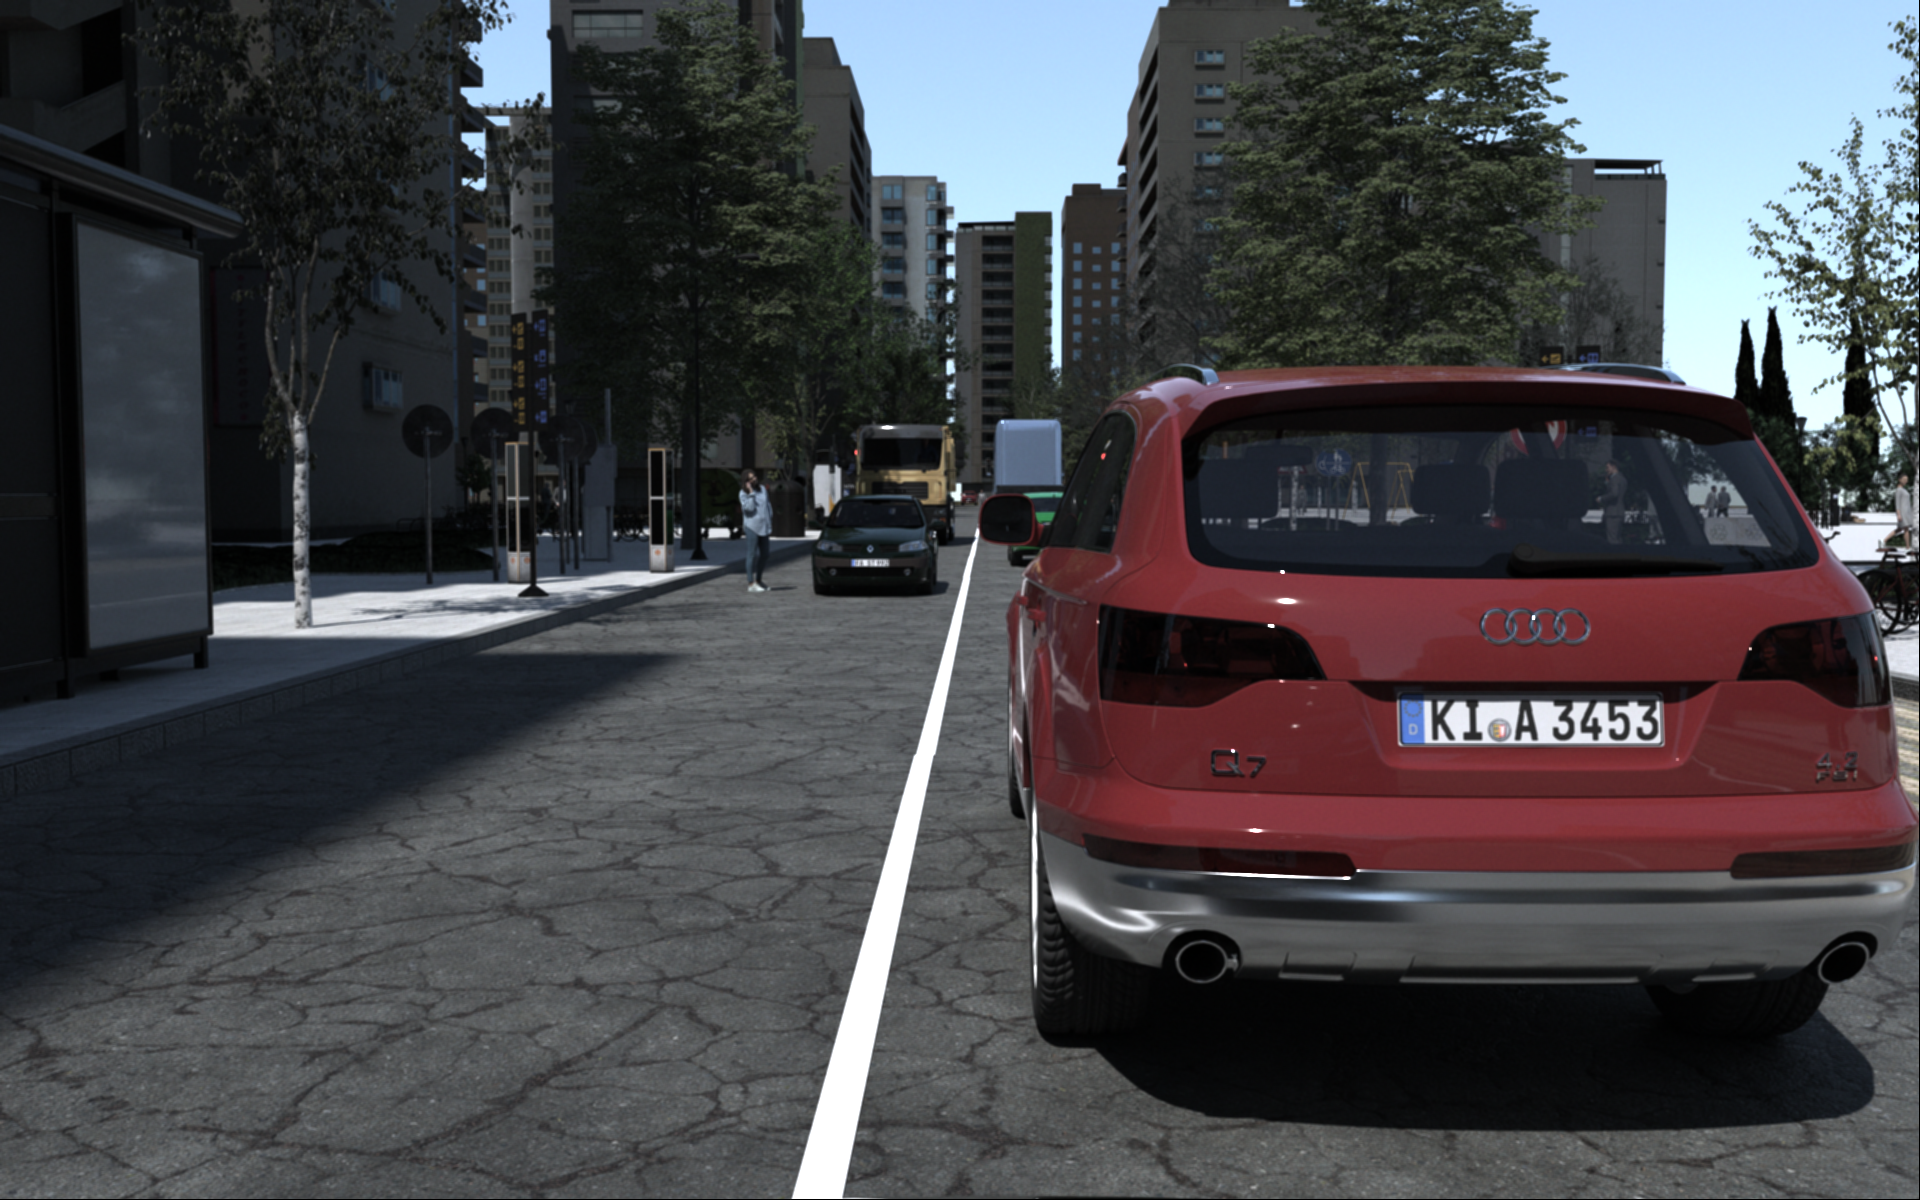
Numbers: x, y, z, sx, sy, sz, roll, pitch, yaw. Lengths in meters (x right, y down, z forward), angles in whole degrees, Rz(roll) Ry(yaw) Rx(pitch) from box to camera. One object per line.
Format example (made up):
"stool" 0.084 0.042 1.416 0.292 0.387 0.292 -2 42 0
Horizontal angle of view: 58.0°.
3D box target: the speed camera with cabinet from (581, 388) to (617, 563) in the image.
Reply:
"speed camera with cabinet" -6.936 -2.372 33.121 0.660 3.252 2.038 -1 4 -14

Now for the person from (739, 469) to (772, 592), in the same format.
"person" -3.006 -1.021 25.456 0.793 1.790 0.793 0 4 5

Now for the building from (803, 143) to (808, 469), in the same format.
"building" -19.489 -22.137 133.647 14.160 30.474 14.107 0 4 1

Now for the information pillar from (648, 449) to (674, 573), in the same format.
"information pillar" -4.859 -1.450 28.194 0.304 2.012 0.304 1 4 18

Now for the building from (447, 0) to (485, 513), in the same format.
"building" -33.741 -26.890 89.767 14.200 45.320 14.600 0 4 1

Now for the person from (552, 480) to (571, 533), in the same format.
"person" -12.910 -3.058 56.447 0.834 1.777 0.661 3 4 38

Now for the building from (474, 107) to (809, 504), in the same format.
"building" -27.941 -29.018 166.328 32.217 40.220 23.993 0 4 1

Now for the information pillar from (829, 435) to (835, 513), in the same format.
"information pillar" -5.093 -4.751 69.037 0.183 3.616 0.504 -1 4 -22

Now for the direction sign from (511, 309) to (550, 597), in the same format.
"direction sign" -5.350 -1.811 21.614 0.379 3.537 0.876 -3 5 -43

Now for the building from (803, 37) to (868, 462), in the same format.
"building" -21.752 -34.563 188.811 21.300 48.544 21.600 0 4 1

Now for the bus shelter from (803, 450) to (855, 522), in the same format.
"bus shelter" -6.124 -5.374 81.793 2.014 3.302 5.546 0 4 1

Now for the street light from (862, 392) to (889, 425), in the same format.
"street light" -3.915 -6.518 79.106 1.470 5.913 1.316 0 4 1

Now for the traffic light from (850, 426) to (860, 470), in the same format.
"traffic light" -4.122 -5.034 71.232 0.839 4.253 0.868 0 4 1

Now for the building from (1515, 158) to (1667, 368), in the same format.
"building" 77.137 -32.411 213.509 14.086 41.232 14.154 0 4 1

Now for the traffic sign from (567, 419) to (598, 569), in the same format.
"traffic sign" -6.530 -1.793 29.425 0.768 2.556 0.104 0 4 3

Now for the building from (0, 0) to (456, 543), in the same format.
"building" -28.274 -25.987 48.591 21.600 48.544 21.300 0 4 1

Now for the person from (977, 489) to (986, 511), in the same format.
"person" 1.589 -7.195 126.417 0.678 1.792 0.850 0 4 1

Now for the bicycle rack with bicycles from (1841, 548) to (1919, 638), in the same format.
"bicycle rack with bicycles" 8.933 -0.175 16.241 2.925 0.926 2.852 0 4 -8

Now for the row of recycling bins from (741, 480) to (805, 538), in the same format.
"row of recycling bins" -5.683 -2.761 52.263 1.069 1.692 3.534 -2 4 -31

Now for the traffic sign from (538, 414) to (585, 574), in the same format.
"traffic sign" -6.379 -1.689 27.725 0.768 2.556 0.104 0 4 4

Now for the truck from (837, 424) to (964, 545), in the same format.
"truck" -1.520 -3.355 50.786 3.469 3.379 9.791 0 4 1

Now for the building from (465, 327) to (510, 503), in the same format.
"building" -47.563 -22.315 209.888 28.899 21.520 27.650 0 4 1

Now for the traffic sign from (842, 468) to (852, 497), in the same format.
"traffic sign" -5.786 -5.241 85.688 0.884 2.594 0.081 0 4 6

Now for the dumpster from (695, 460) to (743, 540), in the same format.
"dumpster" -6.802 -2.840 48.935 1.502 2.255 1.985 0 4 1

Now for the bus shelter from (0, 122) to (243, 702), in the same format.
"bus shelter" -6.401 -1.880 8.377 2.179 5.291 8.768 0 4 1

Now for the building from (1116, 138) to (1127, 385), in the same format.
"building" 30.169 -33.790 207.093 22.147 44.769 28.867 0 4 1

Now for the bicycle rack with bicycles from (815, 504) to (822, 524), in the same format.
"bicycle rack with bicycles" -6.136 -3.088 63.872 2.852 0.926 2.925 0 4 -4

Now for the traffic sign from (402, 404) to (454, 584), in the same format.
"traffic sign" -7.558 -1.498 24.600 0.768 2.556 0.104 0 4 5

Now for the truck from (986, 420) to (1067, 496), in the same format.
"truck" 2.548 -4.099 56.778 2.967 4.110 18.799 0 4 -1

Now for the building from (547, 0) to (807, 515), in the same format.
"building" -17.672 -26.155 111.233 14.154 41.232 14.086 0 4 1

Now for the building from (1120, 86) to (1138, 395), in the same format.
"building" 25.300 -32.747 185.530 14.600 45.320 14.200 0 4 1

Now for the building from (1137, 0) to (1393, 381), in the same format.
"building" 28.706 -33.247 167.283 21.300 48.544 21.600 0 4 1

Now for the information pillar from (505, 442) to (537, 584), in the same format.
"information pillar" -6.274 -1.240 24.759 0.304 2.012 0.304 3 5 44

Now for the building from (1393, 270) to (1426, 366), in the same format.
"building" 48.265 -27.068 214.263 14.107 30.474 14.160 0 4 1

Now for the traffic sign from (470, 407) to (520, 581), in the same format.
"traffic sign" -6.850 -1.553 25.498 0.768 2.556 0.104 1 4 8

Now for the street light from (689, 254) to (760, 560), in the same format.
"street light" -4.560 -3.737 33.639 1.470 5.913 1.316 0 4 1

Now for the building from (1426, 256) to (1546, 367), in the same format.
"building" 63.039 -27.044 213.877 14.107 30.474 14.160 0 4 1

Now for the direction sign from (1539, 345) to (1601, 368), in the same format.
"direction sign" 9.312 -2.113 26.546 0.876 3.537 0.379 1 4 18

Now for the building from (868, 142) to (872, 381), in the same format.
"building" -21.956 -35.967 211.766 21.600 48.544 21.300 0 4 1

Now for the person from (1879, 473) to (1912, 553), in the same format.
"person" 20.512 -1.896 37.799 0.760 1.731 0.466 1 4 12

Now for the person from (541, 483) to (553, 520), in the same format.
"person" -18.793 -4.454 79.039 0.661 1.801 0.590 3 4 36

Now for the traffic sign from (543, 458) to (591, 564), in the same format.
"traffic sign" -7.181 -1.937 31.673 0.884 2.594 0.081 0 4 2
